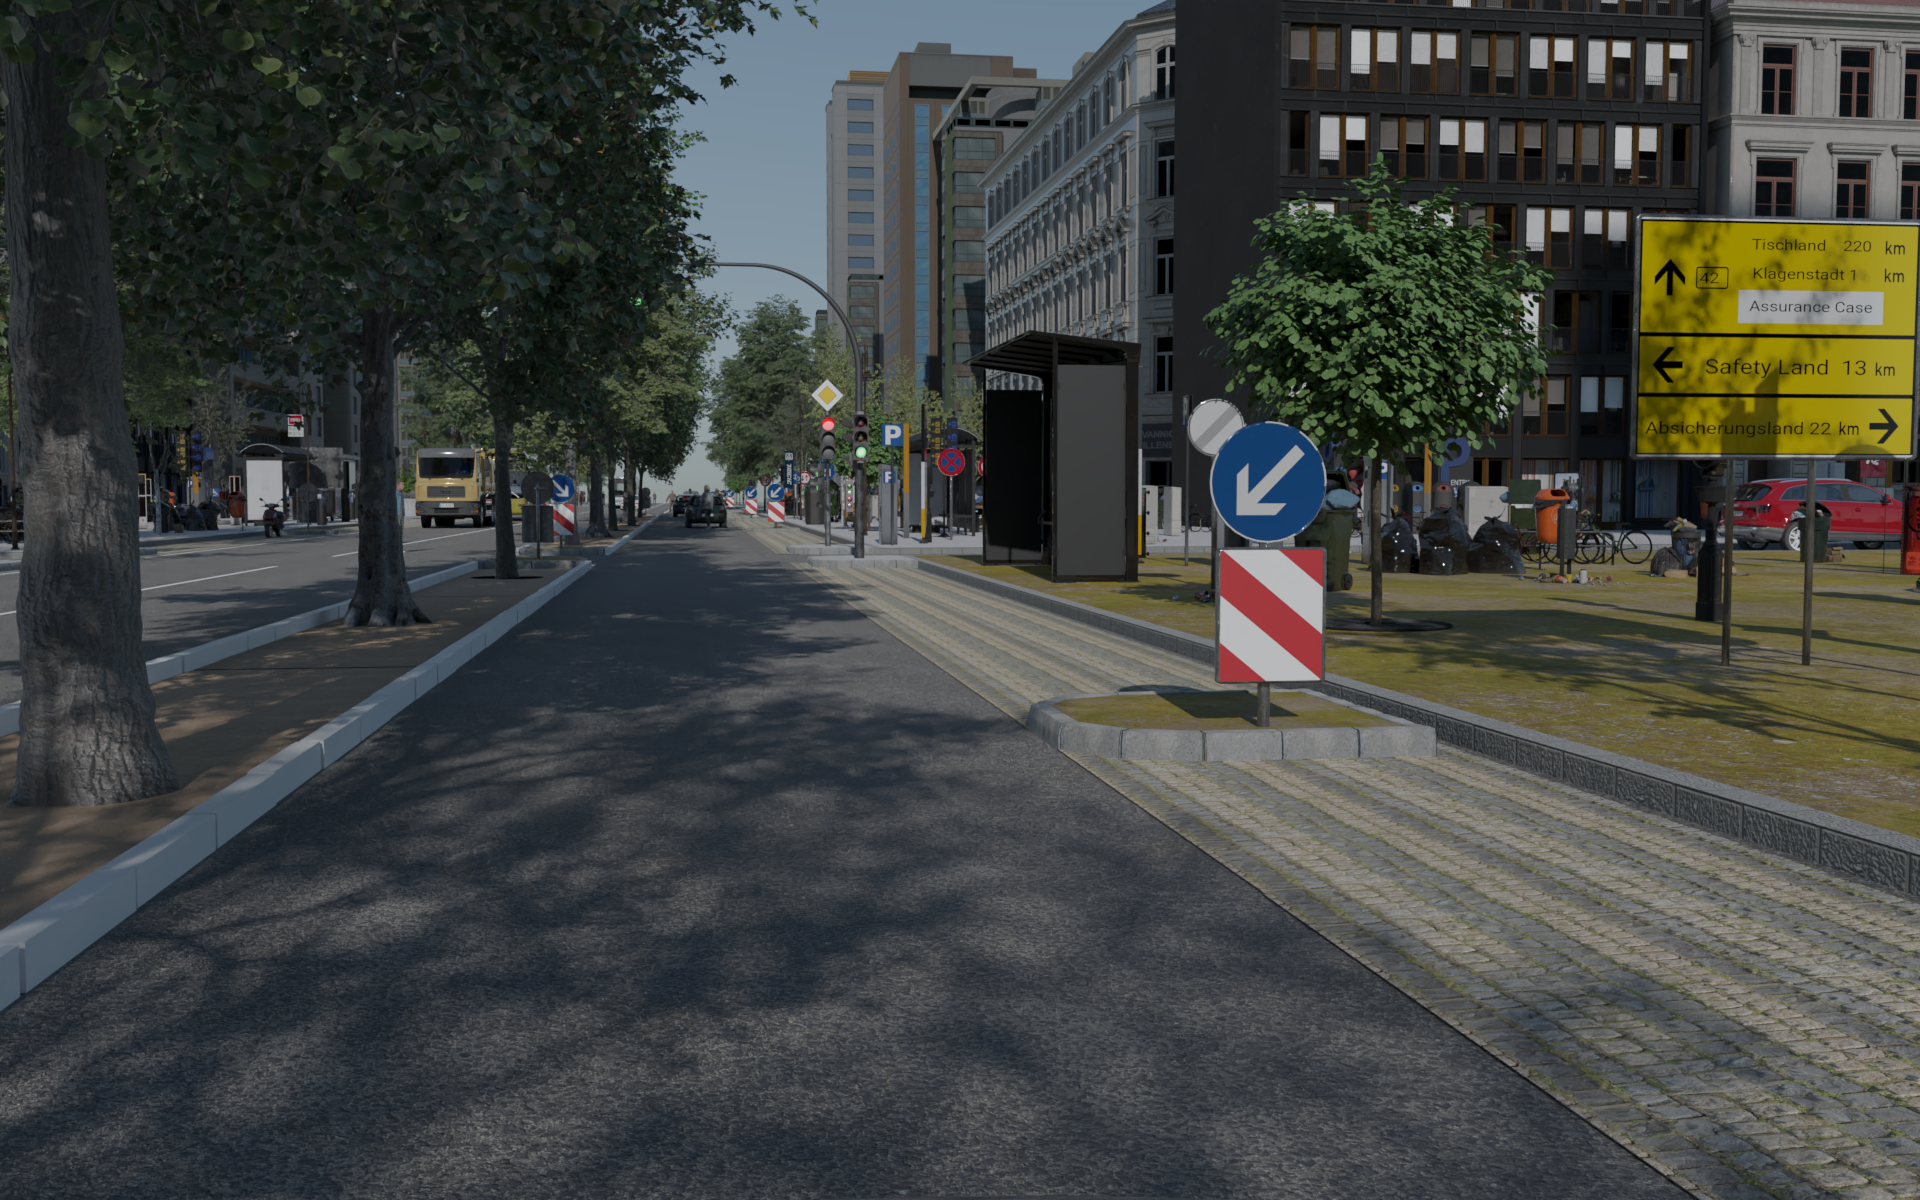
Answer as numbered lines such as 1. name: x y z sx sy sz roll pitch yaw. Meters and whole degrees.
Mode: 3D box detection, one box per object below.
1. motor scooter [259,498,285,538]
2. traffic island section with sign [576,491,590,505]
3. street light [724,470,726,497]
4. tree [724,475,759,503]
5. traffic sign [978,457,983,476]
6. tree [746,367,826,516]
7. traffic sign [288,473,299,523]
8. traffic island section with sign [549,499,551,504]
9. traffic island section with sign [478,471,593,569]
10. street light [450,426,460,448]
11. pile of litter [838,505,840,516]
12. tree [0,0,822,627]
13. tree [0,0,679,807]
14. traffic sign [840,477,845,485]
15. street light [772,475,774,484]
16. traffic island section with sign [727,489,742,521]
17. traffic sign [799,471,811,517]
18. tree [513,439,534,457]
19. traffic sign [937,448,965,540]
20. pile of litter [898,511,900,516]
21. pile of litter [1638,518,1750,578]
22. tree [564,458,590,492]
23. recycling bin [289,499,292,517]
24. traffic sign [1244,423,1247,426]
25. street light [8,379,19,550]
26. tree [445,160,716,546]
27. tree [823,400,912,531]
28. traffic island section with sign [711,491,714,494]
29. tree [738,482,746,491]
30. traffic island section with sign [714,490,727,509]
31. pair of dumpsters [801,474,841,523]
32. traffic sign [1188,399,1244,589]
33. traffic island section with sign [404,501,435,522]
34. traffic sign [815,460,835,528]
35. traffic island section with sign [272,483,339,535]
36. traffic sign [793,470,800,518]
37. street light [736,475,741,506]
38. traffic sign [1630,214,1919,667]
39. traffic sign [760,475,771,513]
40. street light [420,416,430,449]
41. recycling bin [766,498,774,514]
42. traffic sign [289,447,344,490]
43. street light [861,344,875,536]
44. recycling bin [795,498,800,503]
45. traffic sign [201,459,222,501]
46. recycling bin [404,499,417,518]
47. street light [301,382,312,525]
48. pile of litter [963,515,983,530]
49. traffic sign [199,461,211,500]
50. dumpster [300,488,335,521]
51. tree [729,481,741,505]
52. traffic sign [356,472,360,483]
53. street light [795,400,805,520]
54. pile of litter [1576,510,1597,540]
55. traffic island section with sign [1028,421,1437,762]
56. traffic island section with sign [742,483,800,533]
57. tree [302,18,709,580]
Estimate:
1. motor scooter: -22.674 -2.719 57.228 0.815 1.314 1.986 -1 4 -9
2. traffic island section with sign: -47.794 -12.921 219.888 1.989 1.847 2.006 -1 4 -9
3. street light: -37.179 -18.448 274.414 0.468 5.910 1.993 -1 4 -9
4. tree: -24.799 -13.336 201.762 4.285 4.588 4.351 0 3 0
5. traffic sign: 0.965 -3.433 56.236 0.768 2.556 0.104 0 4 1
6. tree: -9.280 -9.155 100.041 4.360 8.622 3.978 0 3 0
7. traffic sign: -29.679 -4.737 77.552 0.768 2.556 0.104 0 4 -1
8. traffic island section with sign: -39.354 -9.595 165.502 1.989 1.847 2.006 -1 4 -9
9. traffic island section with sign: -8.327 -1.577 33.924 2.006 1.907 1.989 -1 4 -9
10. street light: -33.748 -8.743 115.743 0.468 5.910 1.993 -1 4 -9
11. pile of litter: -5.844 -4.685 90.566 1.176 0.858 1.719 1 4 15
12. tree: -6.318 -6.058 18.507 9.611 12.733 9.660 0 3 0
13. tree: -4.060 -6.028 7.668 9.857 13.997 8.962 0 3 0
14. traffic sign: -6.737 -6.348 103.797 0.884 2.594 0.081 0 4 -5
15. street light: -12.563 -8.776 116.281 0.468 5.910 1.993 -1 4 -9
16. traffic island section with sign: -11.193 -5.085 91.769 1.989 1.847 2.006 -1 4 -9
17. traffic sign: -8.628 -5.878 96.206 0.768 2.556 0.104 0 4 -2
18. tree: -39.737 -12.343 152.167 4.737 8.622 4.395 0 3 0
19. traffic sign: -0.244 -2.937 48.127 0.768 2.556 0.104 0 4 -2
20. pile of litter: -3.304 -5.418 102.552 1.719 0.858 1.176 2 4 27
21. pile of litter: 11.537 -0.798 27.010 1.719 0.858 1.176 0 4 -3
22. tree: -52.921 -17.657 239.053 4.737 8.622 4.395 0 3 0
23. recycling bin: -37.788 -5.189 97.390 0.722 1.027 0.722 2 4 24
24. traffic sign: 4.755 -1.836 30.125 0.768 2.556 0.104 0 4 -7
25. street light: -21.870 -4.106 39.918 0.468 5.910 1.993 -1 4 -9
26. tree: -10.608 -7.751 47.307 7.486 12.596 7.792 0 3 0
27. tree: -3.094 -4.690 60.397 4.285 4.588 4.351 0 3 0
28. traffic island section with sign: -23.022 -9.749 168.017 1.989 1.847 2.006 -1 4 -9
29. tree: -21.581 -14.105 180.975 4.360 8.622 3.978 0 3 0
30. traffic island section with sign: -18.747 -8.059 140.385 1.989 1.847 2.006 -1 4 -9
31. pair of dumpsters: -6.345 -4.704 79.397 1.574 2.255 4.437 -1 4 -9
32. traffic sign: 3.424 -1.418 23.285 0.768 2.556 0.104 0 4 -4
33. traffic island section with sign: -27.357 -4.865 88.176 1.989 1.847 2.006 -1 4 -9
34. traffic sign: -5.104 -4.001 65.514 0.768 2.556 0.104 0 4 -6
35. traffic island section with sign: -23.222 -3.236 61.539 1.989 1.847 2.006 -1 4 -9
36. traffic sign: -8.790 -5.611 91.840 0.768 2.556 0.104 0 4 -8
37. street light: -27.116 -14.517 210.138 0.468 5.910 1.993 -1 4 -9
38. traffic sign: 6.017 -1.159 12.821 2.265 3.308 0.079 0 4 -7
39. traffic sign: -13.192 -7.186 117.597 0.768 2.556 0.104 0 4 -7
40. street light: -31.703 -7.948 102.741 0.468 5.910 1.993 -1 4 -9
41. recycling bin: -12.308 -6.215 114.168 0.722 1.027 0.722 -3 5 -44
42. traffic sign: -28.146 -5.007 75.733 2.265 3.308 0.079 -1 4 -8
43. street light: -2.922 -4.928 53.360 0.468 5.910 1.993 -1 4 -9
44. recycling bin: -10.672 -6.220 114.259 0.722 1.027 0.722 -2 4 -29
45. traffic sign: -27.417 -3.875 63.468 0.768 2.556 0.104 0 4 -7
46. recycling bin: -30.329 -5.051 95.130 0.722 1.027 0.722 -3 4 -38
47. street light: -26.850 -6.026 71.320 0.468 5.910 1.993 -1 4 -9
48. pile of litter: 0.807 -2.949 62.173 1.176 0.858 1.719 -2 4 -24
49. traffic sign: -28.037 -3.950 64.685 0.768 2.556 0.104 0 4 0
50. dumpster: -29.863 -4.570 80.476 1.264 1.857 1.865 -1 4 -9
51. tree: -26.435 -12.928 205.974 1.663 3.219 1.824 0 3 0
52. traffic sign: -33.741 -5.982 97.919 0.768 2.556 0.104 0 4 -4
53. street light: -7.811 -6.854 84.843 0.468 5.910 1.993 -1 4 -9
54. pile of litter: 17.251 -2.121 48.646 1.719 0.858 1.176 -3 4 -38
55. traffic island section with sign: 1.462 -0.096 10.196 1.989 1.847 2.006 -1 4 -9
56. traffic island section with sign: -7.046 -3.446 64.969 1.989 1.847 2.006 -1 4 -9
57. tree: -7.759 -6.159 28.909 9.928 11.665 9.643 0 3 0
